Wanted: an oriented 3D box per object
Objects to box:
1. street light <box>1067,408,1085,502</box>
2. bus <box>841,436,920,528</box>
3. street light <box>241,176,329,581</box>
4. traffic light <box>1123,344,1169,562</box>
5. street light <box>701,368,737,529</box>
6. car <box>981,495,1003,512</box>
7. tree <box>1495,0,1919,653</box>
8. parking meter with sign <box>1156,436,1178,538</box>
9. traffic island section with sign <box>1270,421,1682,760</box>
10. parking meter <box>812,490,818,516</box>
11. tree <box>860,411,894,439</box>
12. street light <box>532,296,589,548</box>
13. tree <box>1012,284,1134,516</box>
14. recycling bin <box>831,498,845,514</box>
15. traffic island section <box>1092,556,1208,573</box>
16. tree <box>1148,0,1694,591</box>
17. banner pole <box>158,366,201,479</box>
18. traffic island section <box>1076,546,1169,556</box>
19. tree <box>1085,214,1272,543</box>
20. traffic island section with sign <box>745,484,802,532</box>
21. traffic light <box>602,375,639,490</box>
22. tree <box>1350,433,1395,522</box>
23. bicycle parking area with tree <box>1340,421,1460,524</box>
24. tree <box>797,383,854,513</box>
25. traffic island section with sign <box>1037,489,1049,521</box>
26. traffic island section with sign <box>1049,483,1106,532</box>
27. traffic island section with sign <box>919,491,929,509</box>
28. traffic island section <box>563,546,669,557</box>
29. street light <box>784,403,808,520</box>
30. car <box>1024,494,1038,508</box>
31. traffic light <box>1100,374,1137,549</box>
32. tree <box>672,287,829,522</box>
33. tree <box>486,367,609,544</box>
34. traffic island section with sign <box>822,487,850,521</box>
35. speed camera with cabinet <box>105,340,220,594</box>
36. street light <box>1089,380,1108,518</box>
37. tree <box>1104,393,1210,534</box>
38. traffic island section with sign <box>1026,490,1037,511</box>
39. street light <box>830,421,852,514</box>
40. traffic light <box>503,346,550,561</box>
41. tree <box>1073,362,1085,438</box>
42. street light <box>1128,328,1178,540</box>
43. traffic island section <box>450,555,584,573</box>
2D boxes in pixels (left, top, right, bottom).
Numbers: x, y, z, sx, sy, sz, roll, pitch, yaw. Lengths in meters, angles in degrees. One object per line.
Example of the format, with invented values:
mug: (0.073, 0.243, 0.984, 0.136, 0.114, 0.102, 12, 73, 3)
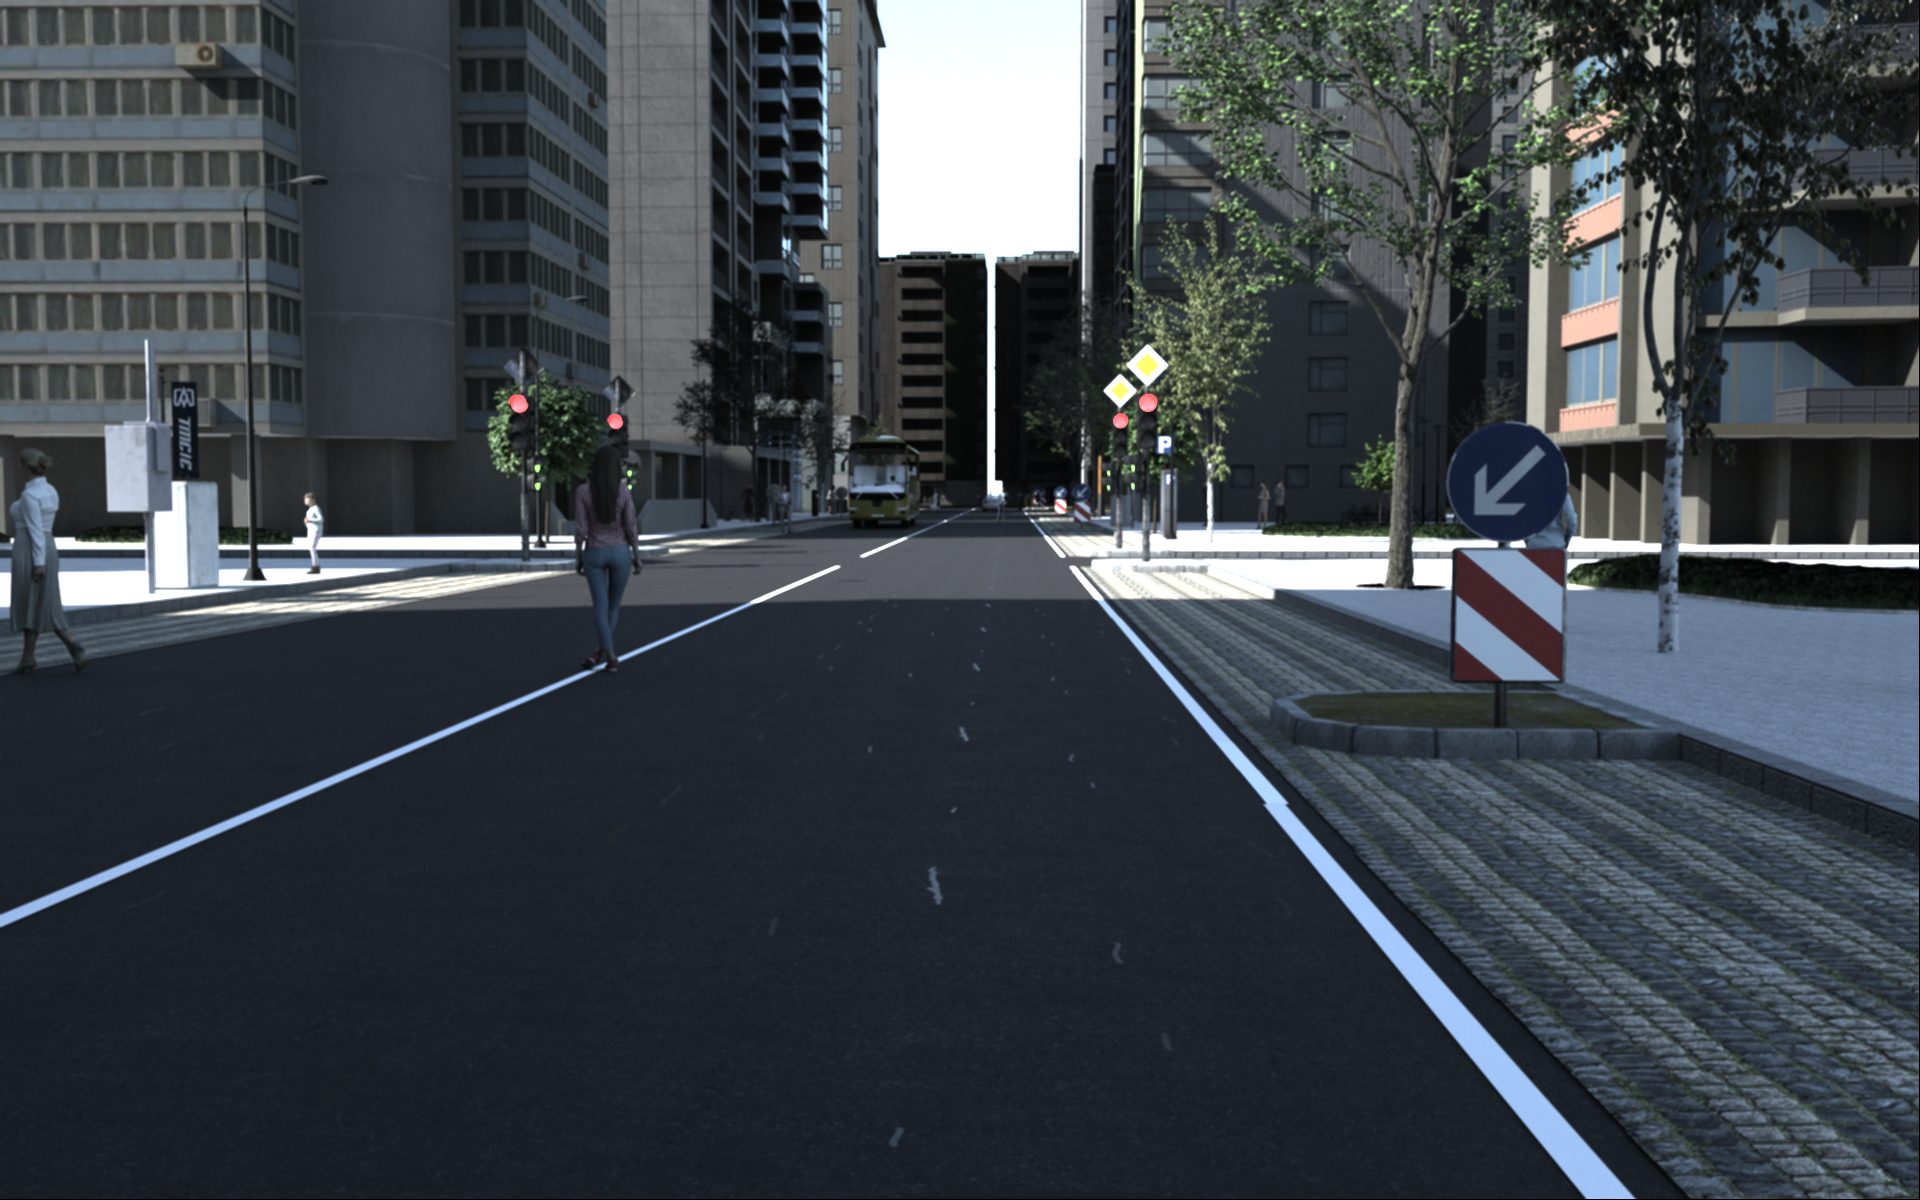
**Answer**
street light: (6.692, -7.387, 93.313, 1.470, 5.913, 1.316, 0, 4, 2)
bus: (-3.276, -5.191, 76.417, 2.896, 3.916, 12.252, 0, 4, 1)
street light: (-9.917, -3.237, 25.467, 1.470, 5.913, 1.316, 0, 4, 2)
traffic light: (3.495, -2.671, 32.595, 0.839, 4.253, 0.868, 0, 4, 2)
street light: (-8.923, -5.599, 64.083, 1.470, 5.913, 1.316, 0, 4, 2)
car: (2.741, -7.832, 140.419, 2.083, 1.381, 4.827, 0, 4, 1)
tree: (5.972, -3.876, 13.736, 4.360, 8.622, 3.978, 0, 3, 0)
parking meter with sign: (6.121, -3.343, 50.925, 0.543, 3.016, 1.738, 0, 3, 0)
traffic island section with sign: (2.904, -0.098, 10.236, 1.989, 1.847, 2.006, 0, 4, 2)
parking meter: (-8.362, -5.598, 99.932, 0.372, 1.533, 0.369, 0, 3, 0)
tree: (-7.518, -12.458, 154.048, 4.737, 8.622, 4.395, 0, 3, 0)
street light: (-9.416, -4.178, 40.853, 1.470, 5.913, 1.316, 0, 4, 2)
tree: (8.277, -11.728, 102.123, 12.009, 13.543, 11.850, 0, 3, 0)
recycling bin: (-7.977, -6.154, 113.165, 0.722, 1.027, 0.722, -1, 4, -21)
traffic island section: (3.534, -0.638, 32.708, 2.009, 0.180, 2.903, 0, 4, 2)
tree: (6.133, -5.958, 23.171, 9.928, 11.665, 9.643, 0, 3, 0)
banner pole: (-15.349, -2.687, 33.956, 0.863, 3.779, 0.401, -1, 4, -19)
traffic island section: (3.762, -1.126, 40.690, 2.009, 0.180, 2.903, 0, 4, 2)
tree: (6.297, -5.772, 44.736, 4.737, 8.622, 4.395, 0, 3, 0)
traffic island section with sign: (-7.041, -3.485, 65.615, 1.989, 1.847, 2.006, 0, 4, 2)
traffic light: (-8.035, -3.179, 40.895, 0.839, 4.253, 0.868, 0, 4, 2)
tree: (13.501, -3.732, 55.623, 1.663, 3.219, 1.824, 0, 3, 0)
bicycle parking area with tree: (19.215, -5.080, 70.065, 9.016, 4.147, 8.231, 2, 4, 34)
tree: (-9.113, -10.076, 115.098, 4.360, 8.622, 3.978, 0, 3, 0)
traffic island section with sign: (5.252, -5.150, 92.836, 1.989, 1.847, 2.006, 0, 4, 2)
traffic island section with sign: (4.464, -3.465, 65.279, 1.989, 1.847, 2.006, 0, 4, 2)
traffic island section with sign: (-4.068, -9.879, 170.145, 1.989, 1.847, 2.006, 0, 4, 2)
traffic island section: (-8.075, -1.147, 41.030, 2.009, 0.180, 2.903, 0, 4, 2)
street light: (-8.306, -7.019, 87.299, 1.470, 5.913, 1.316, 0, 4, 2)
car: (7.332, -9.996, 173.664, 2.015, 1.641, 3.980, 0, 4, 1)
traffic light: (3.722, -3.159, 40.577, 0.839, 4.253, 0.868, 0, 4, 2)
tree: (-9.597, -8.835, 78.856, 7.601, 10.594, 8.767, -1, 4, -14)
tree: (-10.731, -3.743, 44.904, 4.285, 4.588, 4.351, 0, 3, 0)
traffic island section with sign: (-6.287, -5.133, 92.559, 1.989, 1.847, 2.006, 0, 4, 2)
speed camera with cabinet: (-10.574, -1.753, 22.992, 0.660, 3.252, 2.038, 0, 4, 0)
street light: (6.036, -6.011, 70.821, 1.470, 5.913, 1.316, 0, 4, 2)
tree: (6.305, -4.405, 55.738, 4.285, 4.588, 4.351, 0, 3, 0)
traffic island section with sign: (6.682, -8.214, 142.921, 1.989, 1.847, 2.006, 0, 4, 2)
street light: (-7.527, -8.374, 109.450, 1.470, 5.913, 1.316, 0, 4, 2)
traffic light: (-8.262, -2.691, 32.913, 0.839, 4.253, 0.868, 0, 4, 2)
tree: (7.132, -7.637, 75.228, 4.737, 8.622, 4.395, 0, 3, 0)
street light: (5.420, -4.656, 48.665, 1.470, 5.913, 1.316, 0, 4, 2)
traffic island section: (-8.302, -0.659, 33.049, 2.009, 0.180, 2.903, 0, 4, 2)
